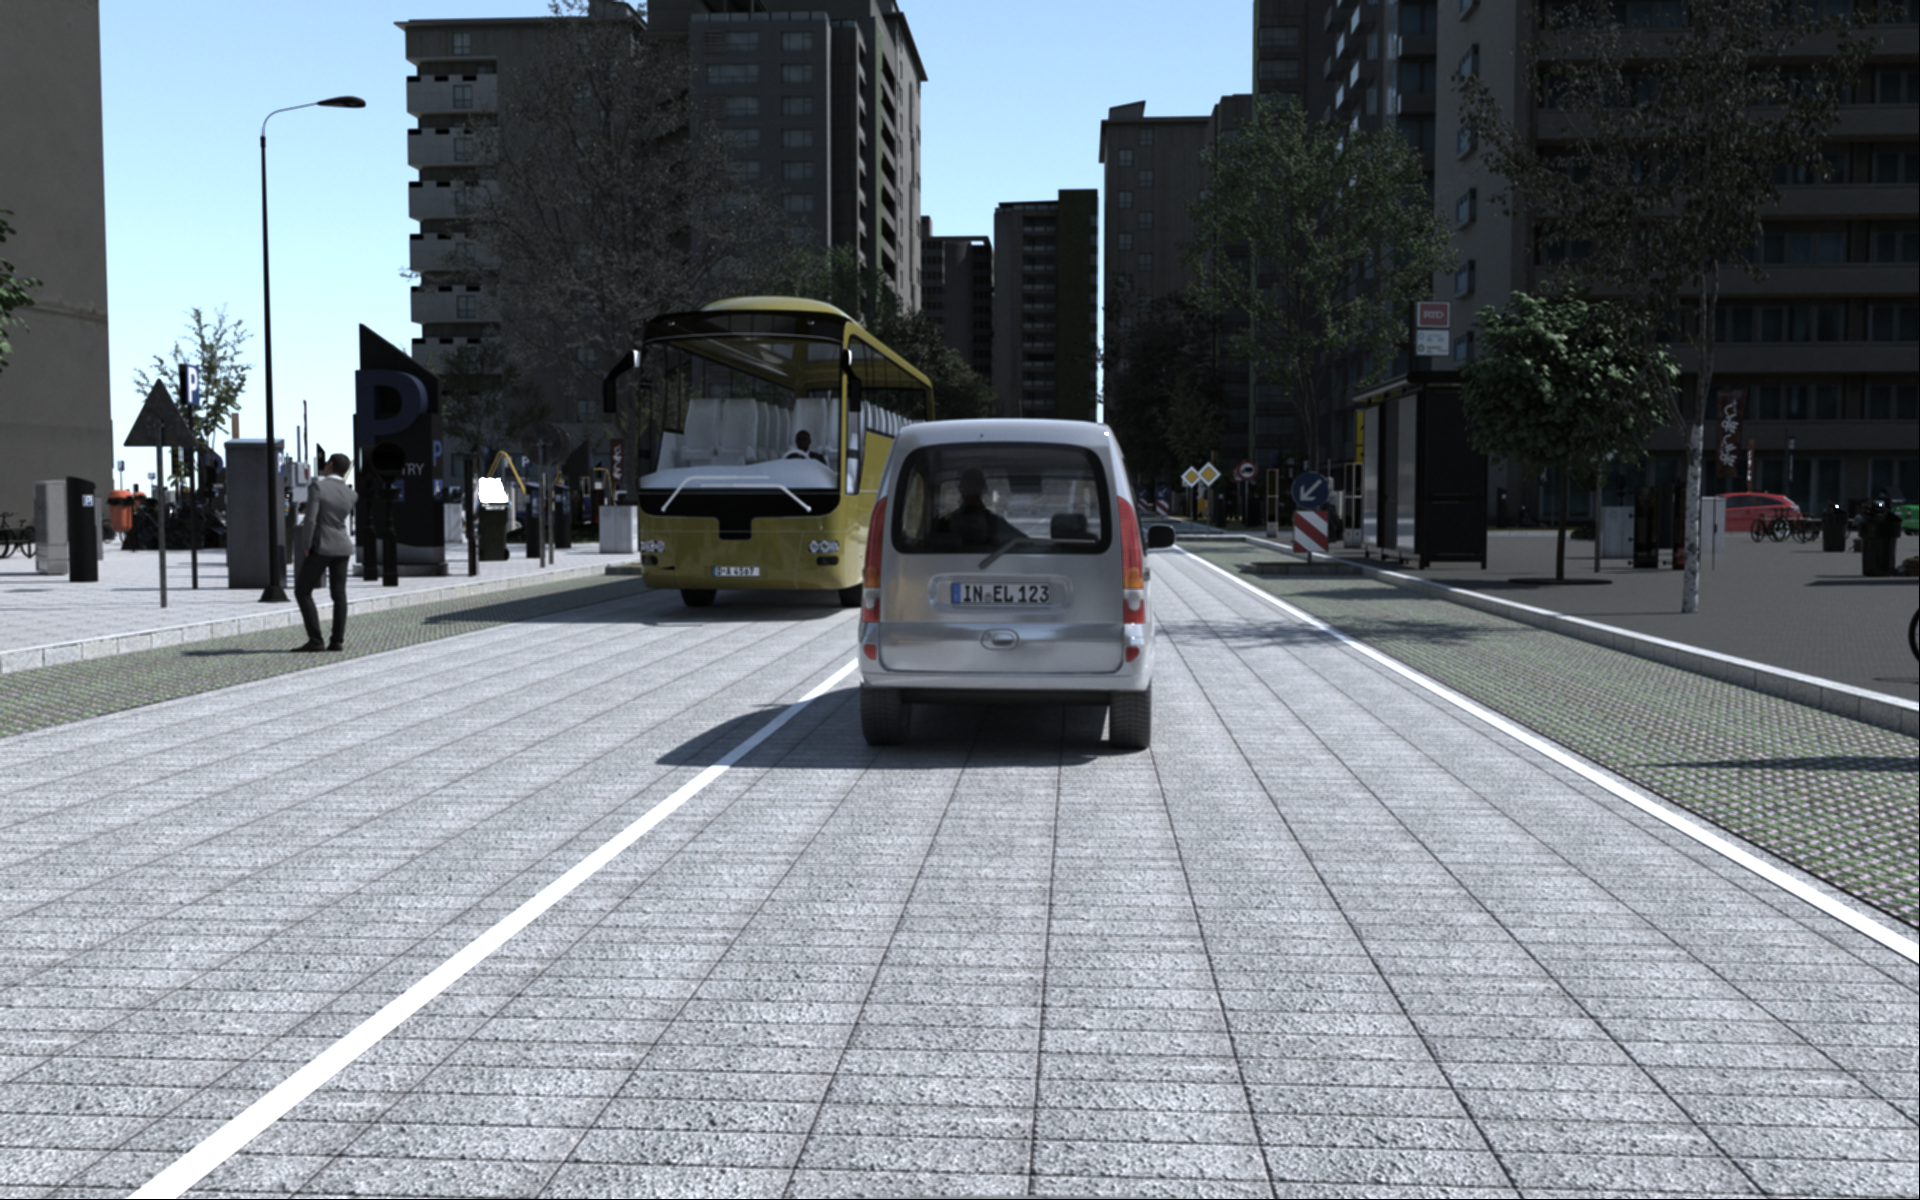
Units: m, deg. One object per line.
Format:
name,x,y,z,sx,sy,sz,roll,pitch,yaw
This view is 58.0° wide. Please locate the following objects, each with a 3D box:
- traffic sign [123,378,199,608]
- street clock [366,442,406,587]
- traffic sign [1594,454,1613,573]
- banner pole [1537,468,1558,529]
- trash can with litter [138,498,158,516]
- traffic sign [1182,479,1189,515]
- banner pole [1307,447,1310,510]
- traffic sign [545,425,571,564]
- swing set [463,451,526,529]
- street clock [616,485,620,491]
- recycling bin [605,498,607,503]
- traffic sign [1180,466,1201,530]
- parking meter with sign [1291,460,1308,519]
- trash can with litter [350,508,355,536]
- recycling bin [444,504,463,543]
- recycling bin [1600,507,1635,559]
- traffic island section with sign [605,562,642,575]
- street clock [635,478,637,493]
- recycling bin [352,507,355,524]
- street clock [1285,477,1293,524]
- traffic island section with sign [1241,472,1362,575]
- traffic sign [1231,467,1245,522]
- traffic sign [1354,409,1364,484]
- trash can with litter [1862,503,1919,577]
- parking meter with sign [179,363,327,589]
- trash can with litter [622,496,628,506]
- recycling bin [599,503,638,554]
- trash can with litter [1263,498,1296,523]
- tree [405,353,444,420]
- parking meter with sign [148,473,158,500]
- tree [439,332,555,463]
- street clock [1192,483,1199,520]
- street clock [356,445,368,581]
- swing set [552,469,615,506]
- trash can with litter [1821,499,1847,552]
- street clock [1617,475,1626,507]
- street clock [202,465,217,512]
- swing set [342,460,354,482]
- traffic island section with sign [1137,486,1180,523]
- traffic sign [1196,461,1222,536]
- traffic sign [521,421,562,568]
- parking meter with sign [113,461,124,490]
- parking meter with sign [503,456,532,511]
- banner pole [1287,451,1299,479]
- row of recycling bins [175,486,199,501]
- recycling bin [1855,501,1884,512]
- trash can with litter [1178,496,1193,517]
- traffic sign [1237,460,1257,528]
traffic sign,-8.992,-1.191,19.484,0.884,2.594,0.081,0,4,6
street clock,-7.928,-1.191,24.046,0.471,2.002,0.358,-2,4,-24
traffic sign,10.427,-1.722,28.267,0.768,2.556,0.104,0,4,7
banner pole,21.630,-4.511,63.769,0.401,3.779,0.863,-3,5,-44
trash can with litter,-25.618,-2.663,54.932,0.624,1.170,1.055,-1,4,-10
traffic sign,12.702,-5.785,96.717,0.606,2.300,0.079,1,4,14
banner pole,16.803,-5.704,83.278,0.401,3.779,0.863,0,4,3
traffic sign,-7.476,-1.926,31.598,0.768,2.556,0.104,0,4,4
swing set,-16.970,-4.084,64.387,2.862,2.851,3.119,-1,4,-13
street clock,-24.653,-7.318,124.223,0.358,2.002,0.471,2,4,29
recycling bin,-23.106,-6.020,110.975,0.722,1.027,0.722,2,4,31
traffic sign,8.156,-3.511,61.040,0.795,2.450,0.064,0,4,4
parking meter with sign,17.627,-5.720,89.779,0.543,3.016,1.738,-1,4,-13
trash can with litter,-18.592,-2.536,52.849,0.624,1.170,1.055,3,5,44
recycling bin,-13.572,-2.025,45.662,0.722,1.027,0.722,-2,4,-33
recycling bin,13.188,-1.353,34.678,0.722,1.027,0.722,1,4,9
traffic island section with sign,-5.164,-1.380,31.187,1.989,1.847,2.006,0,4,4
street clock,-13.301,-4.132,72.133,0.471,2.002,0.358,0,4,-1
recycling bin,-26.204,-3.795,74.602,0.722,1.027,0.722,2,4,28
street clock,14.101,-4.277,74.503,0.471,2.002,0.358,3,4,38
traffic island section with sign,6.137,-1.391,31.371,1.989,1.847,2.006,0,4,4
traffic sign,12.838,-4.870,79.727,0.768,2.556,0.104,0,4,7
traffic sign,10.569,-2.907,41.409,2.265,3.308,0.079,0,4,8
trash can with litter,14.556,-0.957,27.030,1.055,1.170,0.624,0,4,-2
parking meter with sign,-9.555,-1.666,23.499,1.738,3.016,0.543,0,4,-7
trash can with litter,-15.522,-4.200,79.733,2.233,1.210,1.678,2,4,30
recycling bin,-7.372,-1.520,37.403,0.722,1.027,0.722,0,4,-1
trash can with litter,14.376,-4.058,77.408,2.233,1.210,1.678,1,4,19
tree,-28.439,-8.498,89.305,4.360,8.622,3.978,0,3,0
parking meter with sign,-65.307,-8.832,140.671,0.543,3.016,1.738,0,4,-5
tree,-26.919,-10.071,99.065,8.767,10.594,7.601,1,4,9
street clock,11.531,-4.911,84.870,0.358,2.002,0.471,1,4,15
street clock,-8.738,-1.287,25.615,0.358,2.002,0.471,-2,4,-24
swing set,-22.866,-6.649,106.333,3.119,2.851,2.862,-2,4,-35
trash can with litter,19.675,-1.653,38.414,1.055,1.170,0.624,2,4,29
street clock,25.194,-3.756,65.982,0.358,2.002,0.471,1,4,10
street clock,-18.913,-2.391,43.670,0.358,2.002,0.471,-3,4,-38
swing set,-26.910,-4.870,77.248,2.862,2.851,3.119,-1,4,-22
traffic island section with sign,9.881,-4.720,85.802,1.989,1.847,2.006,0,4,4
traffic sign,7.608,-3.023,53.074,0.795,2.450,0.064,0,4,4
traffic sign,-7.287,-1.838,30.157,0.768,2.556,0.104,1,4,12
parking meter with sign,-44.099,-5.697,89.400,0.543,3.016,1.738,3,4,37
parking meter with sign,-20.181,-5.101,79.663,0.543,3.016,1.738,2,4,26
banner pole,19.358,-6.760,100.545,0.863,3.779,0.401,1,4,15
row of recycling bins,-38.009,-4.953,88.093,3.534,1.692,1.069,-1,4,-14
recycling bin,33.062,-3.085,62.987,0.722,1.027,0.722,-2,4,-33
trash can with litter,12.808,-5.269,97.535,1.055,1.170,0.624,2,4,28
traffic sign,10.737,-3.959,64.837,0.768,2.556,0.104,0,4,4
